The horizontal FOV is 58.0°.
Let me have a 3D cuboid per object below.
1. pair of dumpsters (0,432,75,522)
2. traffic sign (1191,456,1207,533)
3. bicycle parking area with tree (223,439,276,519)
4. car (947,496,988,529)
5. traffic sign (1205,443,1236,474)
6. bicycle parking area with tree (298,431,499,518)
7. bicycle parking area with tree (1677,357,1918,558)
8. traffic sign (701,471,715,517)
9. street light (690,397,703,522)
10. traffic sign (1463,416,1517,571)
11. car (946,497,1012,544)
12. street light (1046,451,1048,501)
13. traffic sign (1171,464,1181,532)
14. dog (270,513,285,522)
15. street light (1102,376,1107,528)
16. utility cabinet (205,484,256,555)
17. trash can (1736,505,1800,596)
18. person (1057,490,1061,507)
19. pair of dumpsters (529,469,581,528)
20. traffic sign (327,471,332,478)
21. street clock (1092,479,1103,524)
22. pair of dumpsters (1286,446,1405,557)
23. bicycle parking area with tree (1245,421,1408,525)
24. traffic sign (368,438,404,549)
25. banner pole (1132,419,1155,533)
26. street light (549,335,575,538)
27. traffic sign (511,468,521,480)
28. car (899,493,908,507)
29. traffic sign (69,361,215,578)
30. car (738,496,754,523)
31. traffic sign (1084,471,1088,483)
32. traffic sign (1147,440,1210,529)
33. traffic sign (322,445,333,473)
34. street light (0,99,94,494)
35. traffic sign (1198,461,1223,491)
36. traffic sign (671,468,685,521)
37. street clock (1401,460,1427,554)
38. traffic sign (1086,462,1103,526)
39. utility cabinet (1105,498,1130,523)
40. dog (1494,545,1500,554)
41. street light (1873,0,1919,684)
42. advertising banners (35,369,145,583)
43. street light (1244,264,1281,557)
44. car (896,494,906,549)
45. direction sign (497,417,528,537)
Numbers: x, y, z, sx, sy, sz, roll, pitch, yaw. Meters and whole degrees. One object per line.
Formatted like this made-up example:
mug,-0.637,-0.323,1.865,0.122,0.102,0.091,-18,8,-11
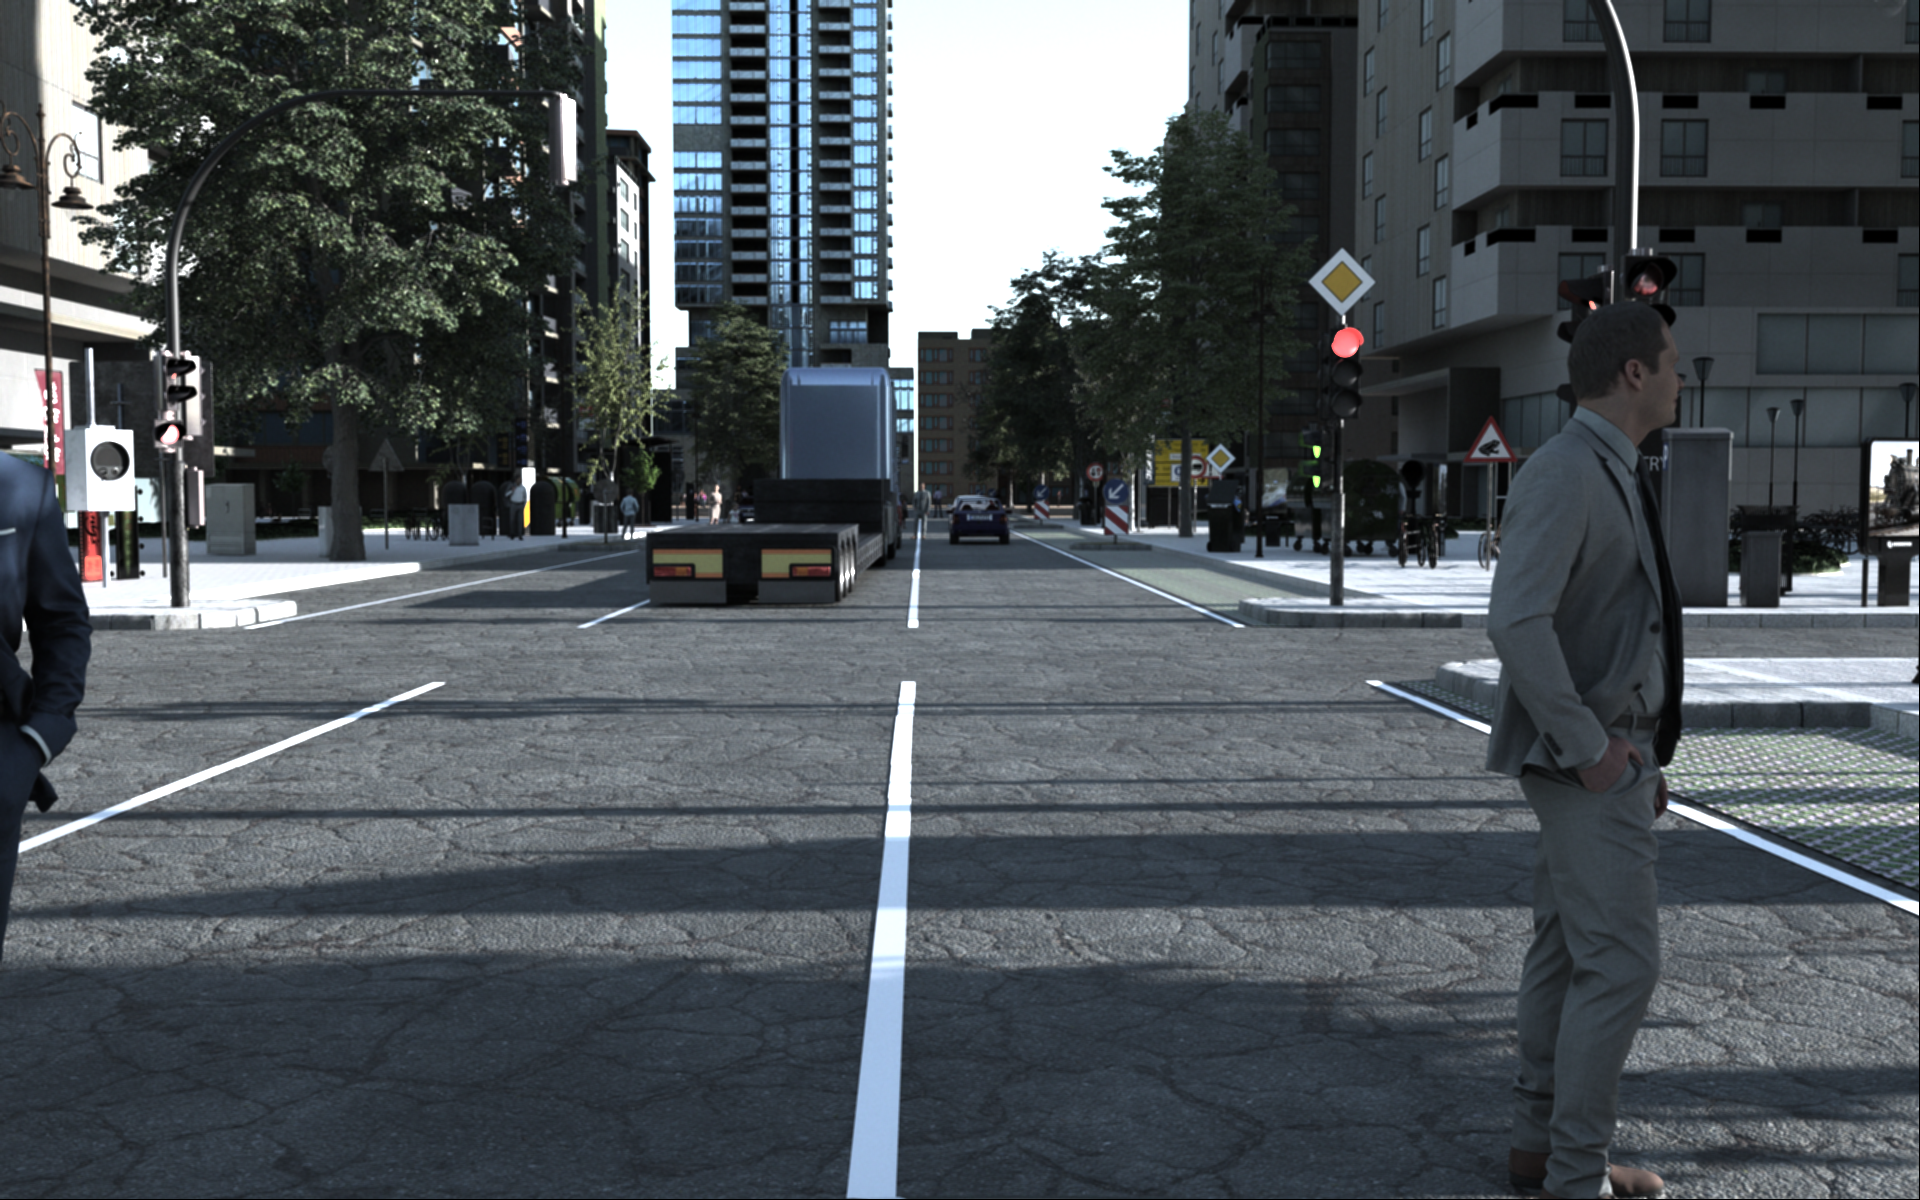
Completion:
pair of dumpsters,-14.995,-1.429,25.863,1.574,2.255,4.437,0,4,-1
traffic sign,7.806,-3.511,57.513,0.768,2.556,0.104,0,4,5
bicycle parking area with tree,-40.506,-6.264,89.416,8.231,4.147,9.016,1,4,15
car,0.497,-3.596,71.149,2.083,1.381,4.827,0,4,1
traffic sign,6.726,-2.746,44.633,0.795,2.593,0.064,0,4,5
bicycle parking area with tree,-25.076,-5.525,77.335,8.231,4.147,9.016,-2,4,-24
bicycle parking area with tree,16.205,-3.181,39.012,9.016,4.147,8.231,2,4,30
traffic sign,-13.748,-5.797,94.786,0.884,2.594,0.081,0,4,8
street light,-12.256,-6.593,80.577,0.468,5.910,1.993,0,4,-1
traffic sign,8.824,-1.766,28.879,0.884,2.594,0.081,0,4,5
car,0.567,-2.332,50.714,1.945,1.354,3.894,0,4,0
street light,4.727,-7.442,94.461,0.468,5.910,1.993,0,4,-1
traffic sign,7.416,-3.448,58.509,0.606,2.300,0.079,0,4,1
dog,-31.158,-3.750,79.054,0.748,0.427,0.550,3,5,44
street light,5.370,-5.614,64.582,0.468,5.910,1.993,0,4,-1
utility cabinet,-15.322,-1.692,36.347,1.173,1.500,0.318,2,4,28
trash can,10.214,-0.628,21.929,0.748,1.137,0.748,0,3,0
person,9.818,-10.027,171.448,0.415,1.643,0.593,0,4,0
pair of dumpsters,-15.824,-3.934,66.815,1.574,2.255,4.437,0,4,-1
traffic sign,-15.854,-2.575,44.234,0.606,2.300,0.079,0,4,2
street clock,5.961,-4.303,74.920,0.358,2.002,0.471,-3,4,-38
pair of dumpsters,8.215,-2.115,37.081,1.574,2.255,4.437,0,4,-1
bicycle parking area with tree,14.180,-5.150,71.211,9.016,4.147,8.231,1,4,21
traffic sign,-13.316,-2.457,40.168,0.884,2.594,0.081,0,4,7
banner pole,6.153,-4.136,57.649,0.863,3.779,0.401,-2,4,-25
street light,-11.547,-4.747,50.398,0.468,5.910,1.993,0,4,-1
traffic sign,-16.085,-3.894,63.668,0.884,2.594,0.081,0,4,7
car,-4.692,-6.990,123.876,1.945,1.707,3.694,0,4,0
traffic sign,-12.527,-1.997,26.527,2.265,3.308,0.079,0,4,5
car,-10.259,-4.496,86.082,1.945,1.354,3.894,0,4,0
traffic sign,6.455,-5.630,92.164,0.768,2.556,0.104,0,4,3
traffic sign,8.032,-4.272,63.722,2.265,3.308,0.079,1,4,8
traffic sign,-15.870,-2.690,44.089,0.768,2.556,0.104,0,4,4
street light,-10.870,-2.927,20.652,0.468,5.910,1.993,0,4,-1
traffic sign,8.597,-3.639,59.496,0.884,2.594,0.081,0,4,3
traffic sign,-13.691,-5.123,83.871,0.768,2.556,0.104,0,4,8
street clock,9.659,-1.977,36.890,0.471,2.002,0.358,2,4,35
traffic sign,5.460,-4.253,69.637,0.768,2.556,0.104,0,4,2
utility cabinet,6.932,-4.121,76.064,1.173,1.500,0.318,1,4,11
dog,8.432,-0.577,26.259,0.540,0.507,0.406,-1,4,-22
street light,6.548,-2.371,11.549,0.468,5.910,1.993,0,4,-1
advertising banners,-12.668,-1.777,25.242,0.090,3.025,2.074,1,4,13
street light,6.067,-3.801,34.927,0.468,5.910,1.993,0,4,-1
car,-2.599,-2.343,46.984,2.281,1.827,5.304,0,4,-2
direction sign,-13.231,-3.623,51.227,0.876,3.537,0.379,-1,4,-23
